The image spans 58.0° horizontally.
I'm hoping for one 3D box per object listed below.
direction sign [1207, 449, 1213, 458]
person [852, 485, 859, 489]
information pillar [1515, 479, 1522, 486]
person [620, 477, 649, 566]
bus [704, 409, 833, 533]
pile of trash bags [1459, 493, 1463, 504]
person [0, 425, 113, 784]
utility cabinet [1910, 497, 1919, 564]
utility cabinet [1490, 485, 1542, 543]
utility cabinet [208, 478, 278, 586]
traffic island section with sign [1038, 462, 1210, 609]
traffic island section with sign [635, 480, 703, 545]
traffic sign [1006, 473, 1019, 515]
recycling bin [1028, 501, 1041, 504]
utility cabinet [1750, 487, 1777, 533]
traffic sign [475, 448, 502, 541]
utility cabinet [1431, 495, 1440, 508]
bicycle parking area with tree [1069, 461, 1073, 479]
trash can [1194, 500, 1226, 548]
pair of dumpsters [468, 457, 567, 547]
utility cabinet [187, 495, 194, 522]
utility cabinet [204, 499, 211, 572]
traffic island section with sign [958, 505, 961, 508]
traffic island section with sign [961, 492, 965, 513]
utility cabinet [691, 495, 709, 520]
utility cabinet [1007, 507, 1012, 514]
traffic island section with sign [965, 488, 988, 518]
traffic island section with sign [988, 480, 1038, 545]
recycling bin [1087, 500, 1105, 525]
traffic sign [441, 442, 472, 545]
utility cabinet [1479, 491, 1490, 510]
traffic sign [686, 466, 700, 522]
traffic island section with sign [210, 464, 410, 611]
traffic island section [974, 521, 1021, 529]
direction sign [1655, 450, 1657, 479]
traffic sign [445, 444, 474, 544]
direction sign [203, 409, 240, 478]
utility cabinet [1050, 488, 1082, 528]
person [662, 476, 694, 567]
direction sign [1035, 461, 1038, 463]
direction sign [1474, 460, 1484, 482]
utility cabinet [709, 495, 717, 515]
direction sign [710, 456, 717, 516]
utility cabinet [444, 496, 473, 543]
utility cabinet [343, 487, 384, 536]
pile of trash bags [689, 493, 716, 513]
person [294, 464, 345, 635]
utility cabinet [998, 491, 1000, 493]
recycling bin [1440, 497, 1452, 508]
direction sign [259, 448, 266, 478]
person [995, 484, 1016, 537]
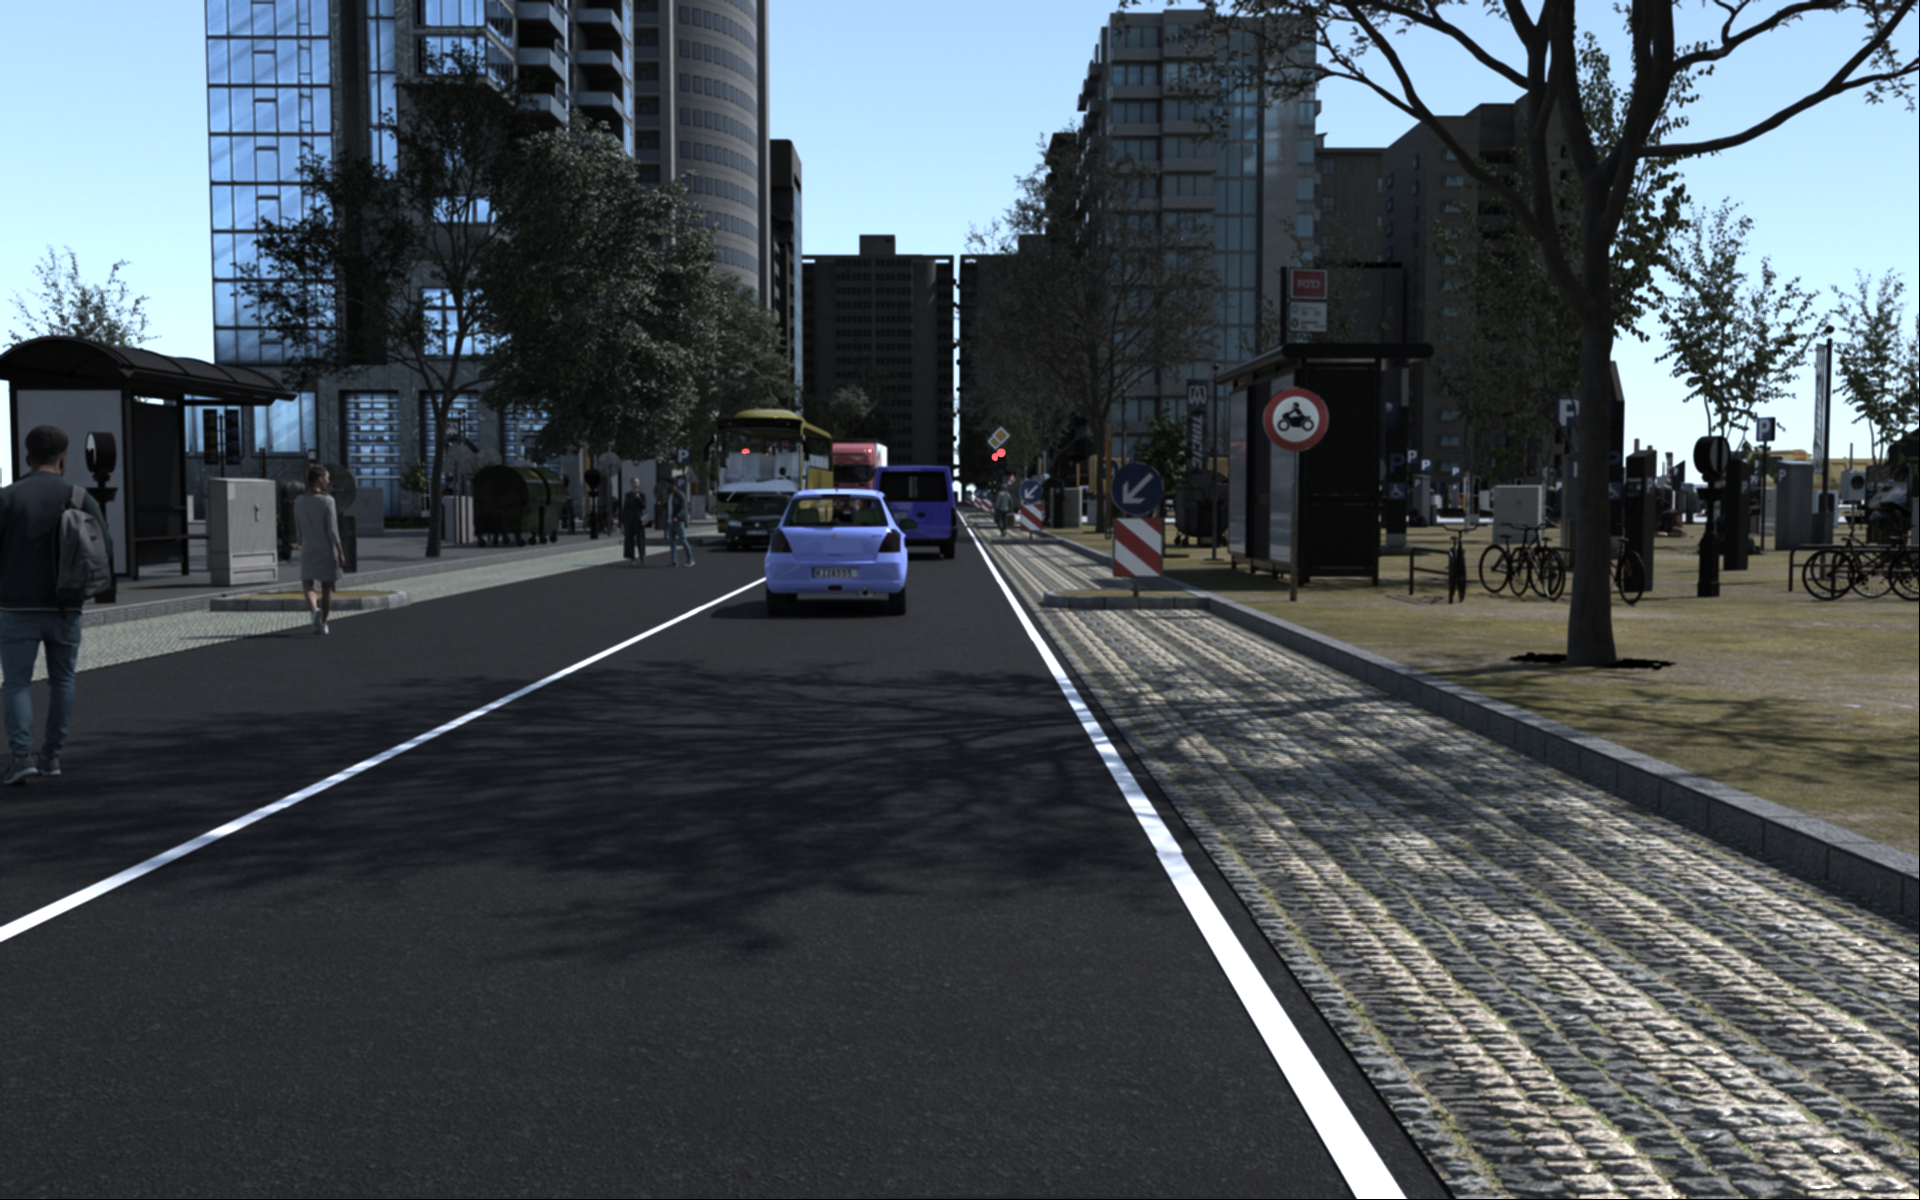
[{"bbox_3d":[12.418,-5.787,86.620,0.876,3.537,0.379,1,4,18],"label":"direction sign"},{"bbox_3d":[-3.539,-3.098,59.743,0.643,1.750,0.593,0,4,2],"label":"person"},{"bbox_3d":[26.428,-4.741,82.007,0.304,2.012,0.304,1,4,9],"label":"information pillar"},{"bbox_3d":[-6.556,-1.588,34.880,0.576,1.772,0.534,0,4,-7],"label":"person"},{"bbox_3d":[-5.617,-3.803,53.730,2.896,3.916,12.252,0,4,0],"label":"bus"},{"bbox_3d":[42.111,-7.992,140.418,3.447,1.369,1.912,0,4,5],"label":"pile of trash bags"},{"bbox_3d":[-4.640,0.005,8.764,0.721,1.781,0.623,3,5,40],"label":"person"},{"bbox_3d":[17.996,-1.255,31.675,0.306,1.237,1.020,-3,5,-43],"label":"utility cabinet"},{"bbox_3d":[14.392,-2.205,44.738,1.173,1.500,0.318,3,4,37],"label":"utility cabinet"},{"bbox_3d":[-10.099,-0.964,24.448,0.318,1.500,1.173,1,4,10],"label":"utility cabinet"},{"bbox_3d":[2.092,-0.836,22.296,1.989,1.847,2.006,0,4,0],"label":"traffic island section with sign"},{"bbox_3d":[-8.335,-2.463,48.891,1.989,1.847,2.006,0,4,0],"label":"traffic island section with sign"},{"bbox_3d":[3.244,-6.562,107.298,0.884,2.594,0.081,0,4,2],"label":"traffic sign"},{"bbox_3d":[3.757,-4.492,86.001,0.722,1.027,0.722,0,4,-4],"label":"recycling bin"},{"bbox_3d":[26.283,-2.933,56.636,1.173,1.500,0.318,-3,5,-39],"label":"utility cabinet"},{"bbox_3d":[-12.923,-2.896,47.460,0.768,2.556,0.104,0,4,5],"label":"traffic sign"},{"bbox_3d":[32.610,-6.584,118.814,0.306,1.237,1.020,3,4,37],"label":"utility cabinet"},{"bbox_3d":[12.165,-9.987,150.286,8.231,4.147,9.016,1,4,19],"label":"bicycle parking area with tree"},{"bbox_3d":[5.969,-1.816,41.353,0.748,1.137,0.748,0,3,0],"label":"trash can"},{"bbox_3d":[-11.117,-2.514,43.590,1.574,2.255,4.437,0,4,0],"label":"pair of dumpsters"},{"bbox_3d":[-35.922,-4.220,80.162,0.306,1.237,1.020,1,4,11],"label":"utility cabinet"},{"bbox_3d":[-12.345,-1.097,29.101,0.306,1.237,1.020,0,4,-2],"label":"utility cabinet"},{"bbox_3d":[0.878,-10.616,182.205,1.989,1.847,2.006,0,4,0],"label":"traffic island section with sign"},{"bbox_3d":[1.262,-7.560,132.238,1.989,1.847,2.006,0,4,0],"label":"traffic island section with sign"},{"bbox_3d":[-12.969,-4.568,85.849,0.306,1.237,1.020,1,4,19],"label":"utility cabinet"},{"bbox_3d":[3.192,-6.316,114.425,0.306,1.237,1.020,-1,4,-23],"label":"utility cabinet"},{"bbox_3d":[1.466,-5.871,104.625,1.989,1.847,2.006,0,4,0],"label":"traffic island section with sign"},{"bbox_3d":[1.895,-2.500,49.508,1.989,1.847,2.006,0,4,0],"label":"traffic island section with sign"},{"bbox_3d":[5.702,-3.575,71.010,0.722,1.027,0.722,-3,5,-45],"label":"recycling bin"},{"bbox_3d":[-12.592,-2.641,43.186,0.884,2.594,0.081,0,4,4],"label":"traffic sign"},{"bbox_3d":[33.039,-6.069,107.911,1.173,1.500,0.318,-1,4,-12],"label":"utility cabinet"},{"bbox_3d":[-12.354,-4.855,79.377,0.884,2.594,0.081,1,4,8],"label":"traffic sign"},{"bbox_3d":[-8.113,-0.814,21.936,1.989,1.847,2.006,0,4,0],"label":"traffic island section with sign"},{"bbox_3d":[1.654,-3.513,79.720,2.009,0.180,2.903,0,4,0],"label":"traffic island section"},{"bbox_3d":[35.393,-5.930,88.947,0.876,3.537,0.379,-1,4,-19],"label":"direction sign"},{"bbox_3d":[-12.847,-2.714,44.478,0.768,2.556,0.104,0,4,5],"label":"traffic sign"},{"bbox_3d":[-19.723,-3.322,46.316,0.876,3.537,0.379,-1,4,-22],"label":"direction sign"},{"bbox_3d":[3.984,-3.454,65.152,1.173,1.500,0.318,1,4,23],"label":"utility cabinet"},{"bbox_3d":[-5.615,-1.550,34.190,0.623,1.781,0.721,2,4,31],"label":"person"},{"bbox_3d":[5.273,-7.828,119.989,0.379,3.537,0.876,1,4,19],"label":"direction sign"},{"bbox_3d":[34.926,-7.621,116.598,0.876,3.537,0.379,-2,4,-33],"label":"direction sign"},{"bbox_3d":[-14.985,-5.840,106.642,1.020,1.237,0.306,1,4,14],"label":"utility cabinet"},{"bbox_3d":[-14.309,-6.759,102.503,0.876,3.537,0.379,-1,4,-12],"label":"direction sign"},{"bbox_3d":[-13.256,-2.121,45.848,0.306,1.237,1.020,1,4,13],"label":"utility cabinet"},{"bbox_3d":[-18.204,-2.702,52.849,1.173,1.500,0.318,-1,4,-20],"label":"utility cabinet"},{"bbox_3d":[-17.312,-6.675,118.889,1.912,1.369,3.447,-3,4,-36],"label":"pile of trash bags"},{"bbox_3d":[-6.490,-0.509,17.567,0.466,1.731,0.760,-2,4,-27],"label":"person"},{"bbox_3d":[3.392,-7.272,127.577,1.173,1.500,0.318,-1,4,-11],"label":"utility cabinet"},{"bbox_3d":[42.252,-8.438,150.523,0.722,1.027,0.722,-3,4,-36],"label":"recycling bin"},{"bbox_3d":[-34.142,-5.679,84.841,0.379,3.537,0.876,0,4,-6],"label":"direction sign"},{"bbox_3d":[1.539,-2.998,58.010,0.782,1.767,0.515,-3,5,-42],"label":"person"}]
